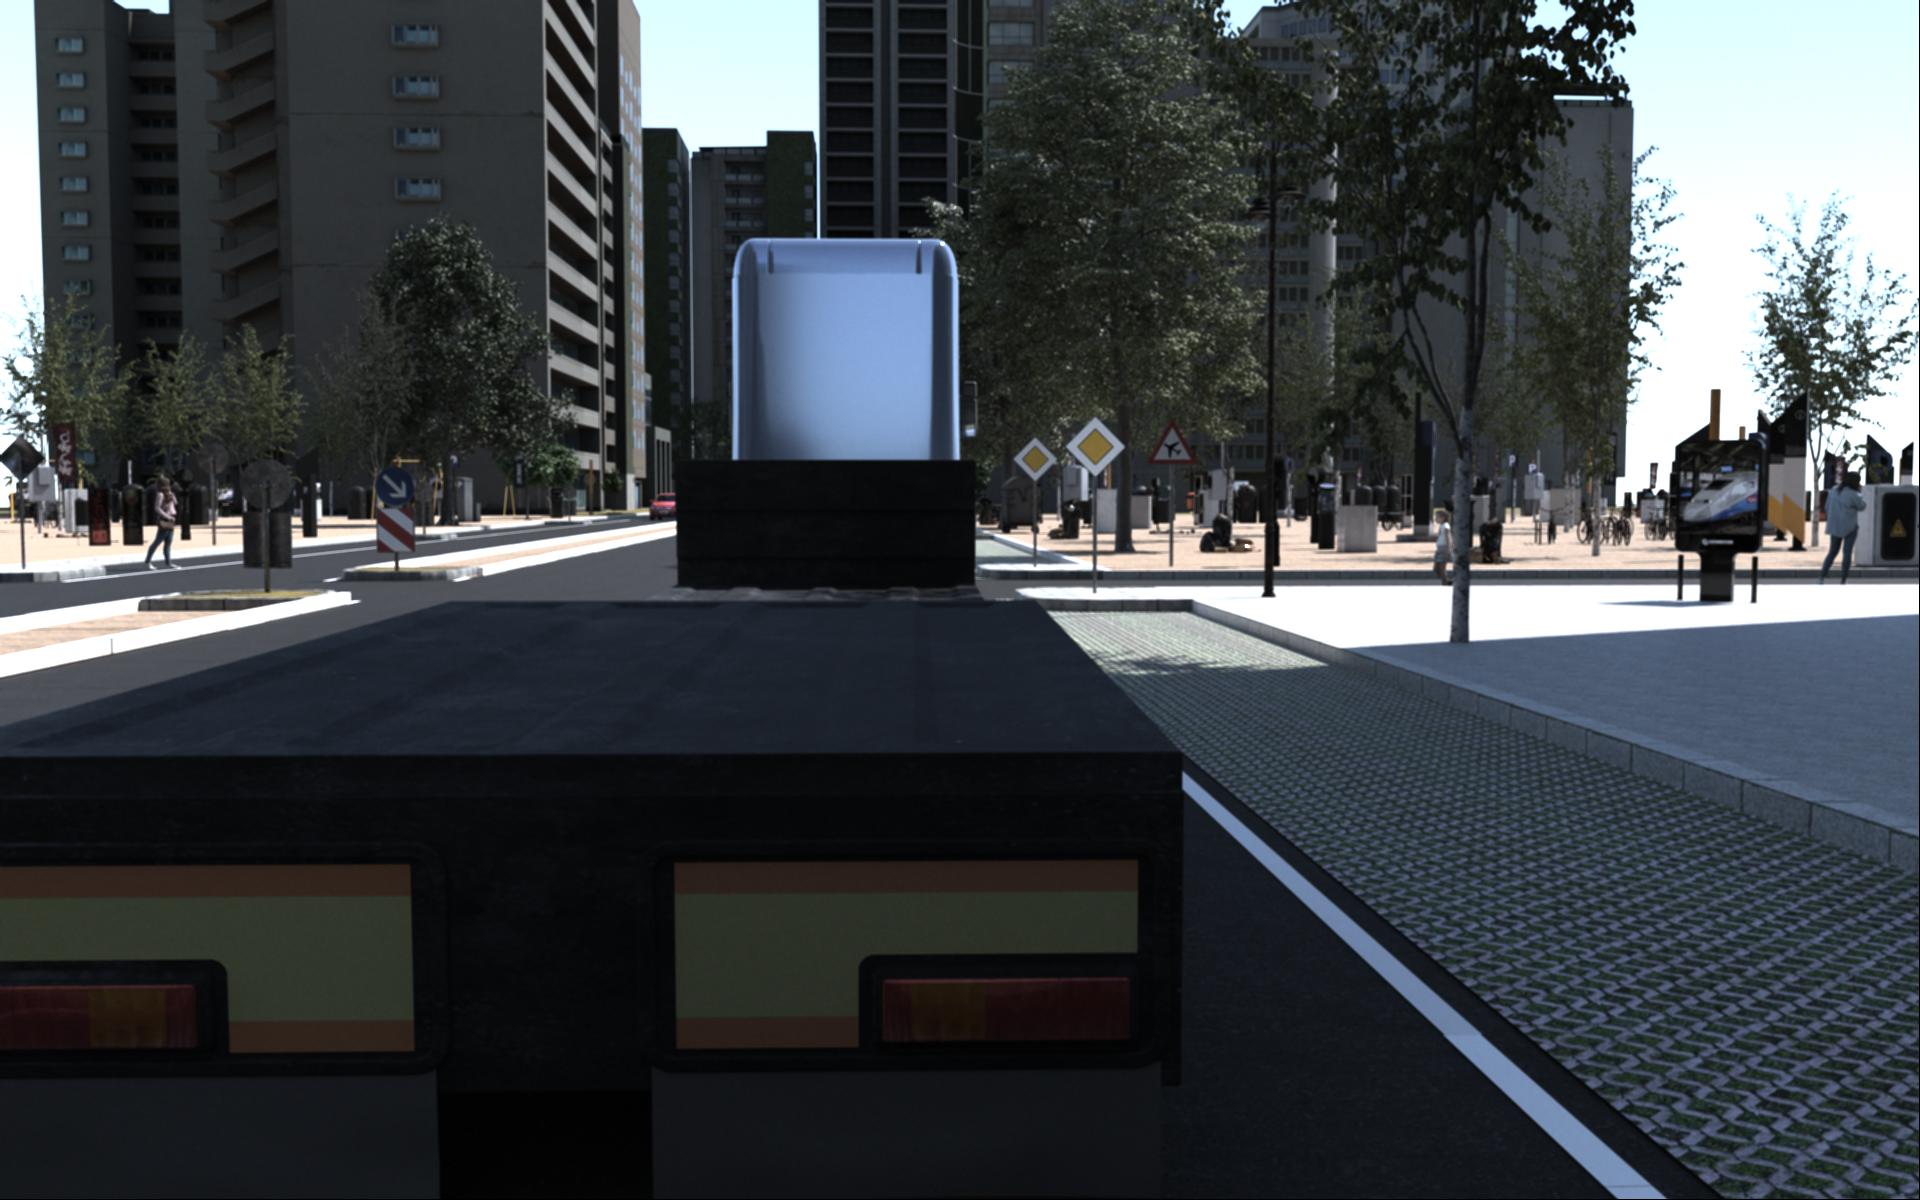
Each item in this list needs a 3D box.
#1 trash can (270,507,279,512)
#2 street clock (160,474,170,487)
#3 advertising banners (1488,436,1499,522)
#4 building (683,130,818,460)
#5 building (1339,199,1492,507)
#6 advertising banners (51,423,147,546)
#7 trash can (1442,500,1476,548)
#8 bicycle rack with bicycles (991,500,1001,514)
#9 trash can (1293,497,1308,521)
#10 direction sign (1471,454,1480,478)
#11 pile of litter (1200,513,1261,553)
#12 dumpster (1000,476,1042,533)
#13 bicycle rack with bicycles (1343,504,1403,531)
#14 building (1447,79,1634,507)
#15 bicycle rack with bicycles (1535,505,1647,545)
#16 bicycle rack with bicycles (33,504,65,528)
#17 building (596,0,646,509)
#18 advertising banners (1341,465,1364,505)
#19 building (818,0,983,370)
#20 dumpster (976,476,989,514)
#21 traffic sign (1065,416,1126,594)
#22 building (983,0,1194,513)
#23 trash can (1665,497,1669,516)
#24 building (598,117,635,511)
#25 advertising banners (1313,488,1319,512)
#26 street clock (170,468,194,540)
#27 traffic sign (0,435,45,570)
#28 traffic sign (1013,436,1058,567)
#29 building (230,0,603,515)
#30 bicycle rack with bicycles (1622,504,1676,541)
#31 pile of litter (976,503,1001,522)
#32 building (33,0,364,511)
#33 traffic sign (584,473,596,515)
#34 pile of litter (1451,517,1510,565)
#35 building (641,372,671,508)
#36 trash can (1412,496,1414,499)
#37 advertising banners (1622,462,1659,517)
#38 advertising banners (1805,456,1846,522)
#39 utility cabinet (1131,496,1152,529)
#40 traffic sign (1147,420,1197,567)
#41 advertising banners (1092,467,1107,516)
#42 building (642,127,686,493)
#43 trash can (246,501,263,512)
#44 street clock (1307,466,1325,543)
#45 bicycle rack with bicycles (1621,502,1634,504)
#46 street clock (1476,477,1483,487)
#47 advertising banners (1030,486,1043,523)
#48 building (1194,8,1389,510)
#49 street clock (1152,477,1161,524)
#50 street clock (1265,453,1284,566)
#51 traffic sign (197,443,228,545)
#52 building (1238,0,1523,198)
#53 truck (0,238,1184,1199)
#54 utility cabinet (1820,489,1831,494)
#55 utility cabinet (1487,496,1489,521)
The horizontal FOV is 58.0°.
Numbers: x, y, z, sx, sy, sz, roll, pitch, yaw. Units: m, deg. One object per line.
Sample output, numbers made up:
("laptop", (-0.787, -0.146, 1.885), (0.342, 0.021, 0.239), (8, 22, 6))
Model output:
("trash can", (-31.697, -4.171, 79.844), (0.748, 1.137, 0.748), (0, 3, 0))
("street clock", (-28.410, -3.511, 61.971), (0.358, 2.002, 0.471), (-3, 5, -41))
("advertising banners", (16.510, -3.510, 53.573), (0.090, 3.025, 2.074), (1, 4, 11))
("building", (-23.246, -31.442, 197.669), (14.086, 41.232, 14.154), (0, 4, -3))
("building", (43.803, -24.560, 173.251), (14.107, 30.474, 14.160), (0, 4, -3))
("advertising banners", (-21.392, -2.867, 43.058), (2.074, 3.025, 0.090), (-1, 4, -19))
("trash can", (11.128, -1.649, 38.616), (0.748, 1.137, 0.748), (0, 3, 0))
("bicycle rack with bicycles", (2.377, -5.502, 103.342), (2.925, 0.926, 2.852), (-2, 4, -33))
("trash can", (16.322, -4.361, 82.960), (0.748, 1.137, 0.748), (0, 3, 0))
("direction sign", (28.985, -6.446, 97.396), (0.876, 3.537, 0.379), (-3, 5, -45))
("pile of litter", (6.017, -1.491, 38.343), (1.719, 0.858, 1.176), (-2, 4, -28))
("dumpster", (2.025, -3.143, 57.147), (1.264, 1.857, 1.865), (0, 4, -3))
("bicycle rack with bicycles", (14.571, -2.929, 61.272), (2.925, 0.926, 2.852), (-2, 4, -30))
("building", (57.853, -30.035, 174.660), (14.086, 41.232, 14.154), (0, 4, -3))
("bicycle rack with bicycles", (15.911, -1.902, 44.483), (2.852, 0.926, 2.925), (1, 4, 16))
("bicycle rack with bicycles", (-33.941, -3.213, 65.922), (2.852, 0.926, 2.925), (-2, 4, -30))
("building", (-34.636, -30.357, 146.455), (14.600, 45.320, 14.200), (0, 4, -3))
("advertising banners", (23.704, -6.694, 105.636), (0.090, 3.025, 2.074), (-3, 5, -44))
("building", (-5.741, -46.617, 200.433), (20.611, 71.187, 20.563), (0, 4, -3))
("dumpster", (0.621, -4.962, 83.620), (1.502, 2.255, 1.985), (0, 4, -3))
("traffic sign", (1.735, -1.141, 22.291), (0.795, 2.450, 0.064), (0, 4, -3))
("building", (8.518, -26.895, 123.333), (14.154, 41.232, 14.086), (0, 4, -3))
("trash can", (41.397, -5.454, 100.820), (0.748, 1.137, 0.748), (0, 3, 0))
("building", (-33.063, -22.079, 132.695), (14.160, 30.474, 14.107), (0, 4, -3))
("advertising banners", (21.868, -6.659, 105.062), (0.090, 3.025, 2.074), (2, 4, 25))
("street clock", (-21.569, -2.669, 48.201), (0.358, 2.002, 0.471), (3, 4, 36))
("traffic sign", (-15.910, -1.574, 29.372), (0.795, 2.450, 0.064), (0, 4, -3))
("traffic sign", (1.311, -1.628, 30.264), (0.795, 2.450, 0.064), (0, 4, -3))
("building", (-36.104, -29.965, 113.636), (21.300, 48.544, 21.600), (0, 4, -3))
("bicycle rack with bicycles", (19.388, -2.192, 49.229), (2.852, 0.926, 2.925), (3, 5, 44))
("pile of litter", (1.289, -4.075, 80.592), (1.719, 0.858, 1.176), (-3, 5, -45))
("building", (-71.042, -33.013, 163.461), (21.600, 48.544, 21.300), (0, 4, -3))
("traffic sign", (-22.381, -6.396, 104.686), (0.768, 2.556, 0.104), (0, 4, 5))
("pile of litter", (9.645, -1.119, 32.253), (1.176, 0.858, 1.719), (1, 4, 20))
("building", (-44.389, -51.976, 162.472), (31.000, 86.520, 22.319), (0, 4, -3))
("trash can", (27.529, -5.695, 104.763), (0.748, 1.137, 0.748), (0, 3, 0))
("advertising banners", (37.538, -6.077, 95.542), (0.090, 3.025, 2.074), (-3, 5, -40))
("advertising banners", (40.302, -5.183, 80.932), (0.090, 3.025, 2.074), (-3, 5, -39))
("utility cabinet", (6.550, -3.223, 63.861), (1.020, 1.237, 0.306), (2, 4, 30))
("traffic sign", (3.732, -1.868, 30.540), (0.884, 2.594, 0.081), (0, 4, 0))
("advertising banners", (8.151, -6.469, 101.952), (0.090, 3.025, 2.074), (3, 5, 41))
("building", (-37.978, -31.351, 196.188), (14.086, 41.232, 14.154), (0, 4, -3))
("trash can", (-32.045, -4.092, 78.552), (0.748, 1.137, 0.748), (0, 3, 0))
("street clock", (9.267, -2.479, 45.099), (0.358, 2.002, 0.471), (-2, 4, -27))
("bicycle rack with bicycles", (41.687, -5.692, 106.449), (2.925, 0.926, 2.852), (2, 4, 28))
("street clock", (22.554, -4.335, 75.446), (0.358, 2.002, 0.471), (-1, 4, -18))
("advertising banners", (3.333, -4.908, 76.434), (0.090, 3.025, 2.074), (-1, 4, -14))
("building", (16.011, -27.579, 142.791), (32.217, 40.220, 23.993), (0, 4, -3))
("street clock", (8.346, -4.226, 73.671), (0.358, 2.002, 0.471), (2, 4, 27))
("street clock", (5.576, -1.601, 30.748), (0.358, 2.002, 0.471), (0, 4, -2))
("traffic sign", (-18.711, -2.647, 43.378), (0.768, 2.556, 0.104), (0, 4, -1))
("building", (47.944, -40.464, 203.584), (28.212, 58.520, 21.231), (0, 4, -3))
("truck", (-1.046, -1.392, 12.513), (2.967, 4.110, 18.799), (0, 4, -2))
("utility cabinet", (42.146, -4.596, 83.817), (1.173, 1.500, 0.318), (-1, 4, -23))
("utility cabinet", (20.033, -3.418, 67.042), (0.306, 1.237, 1.020), (-2, 4, -25))
